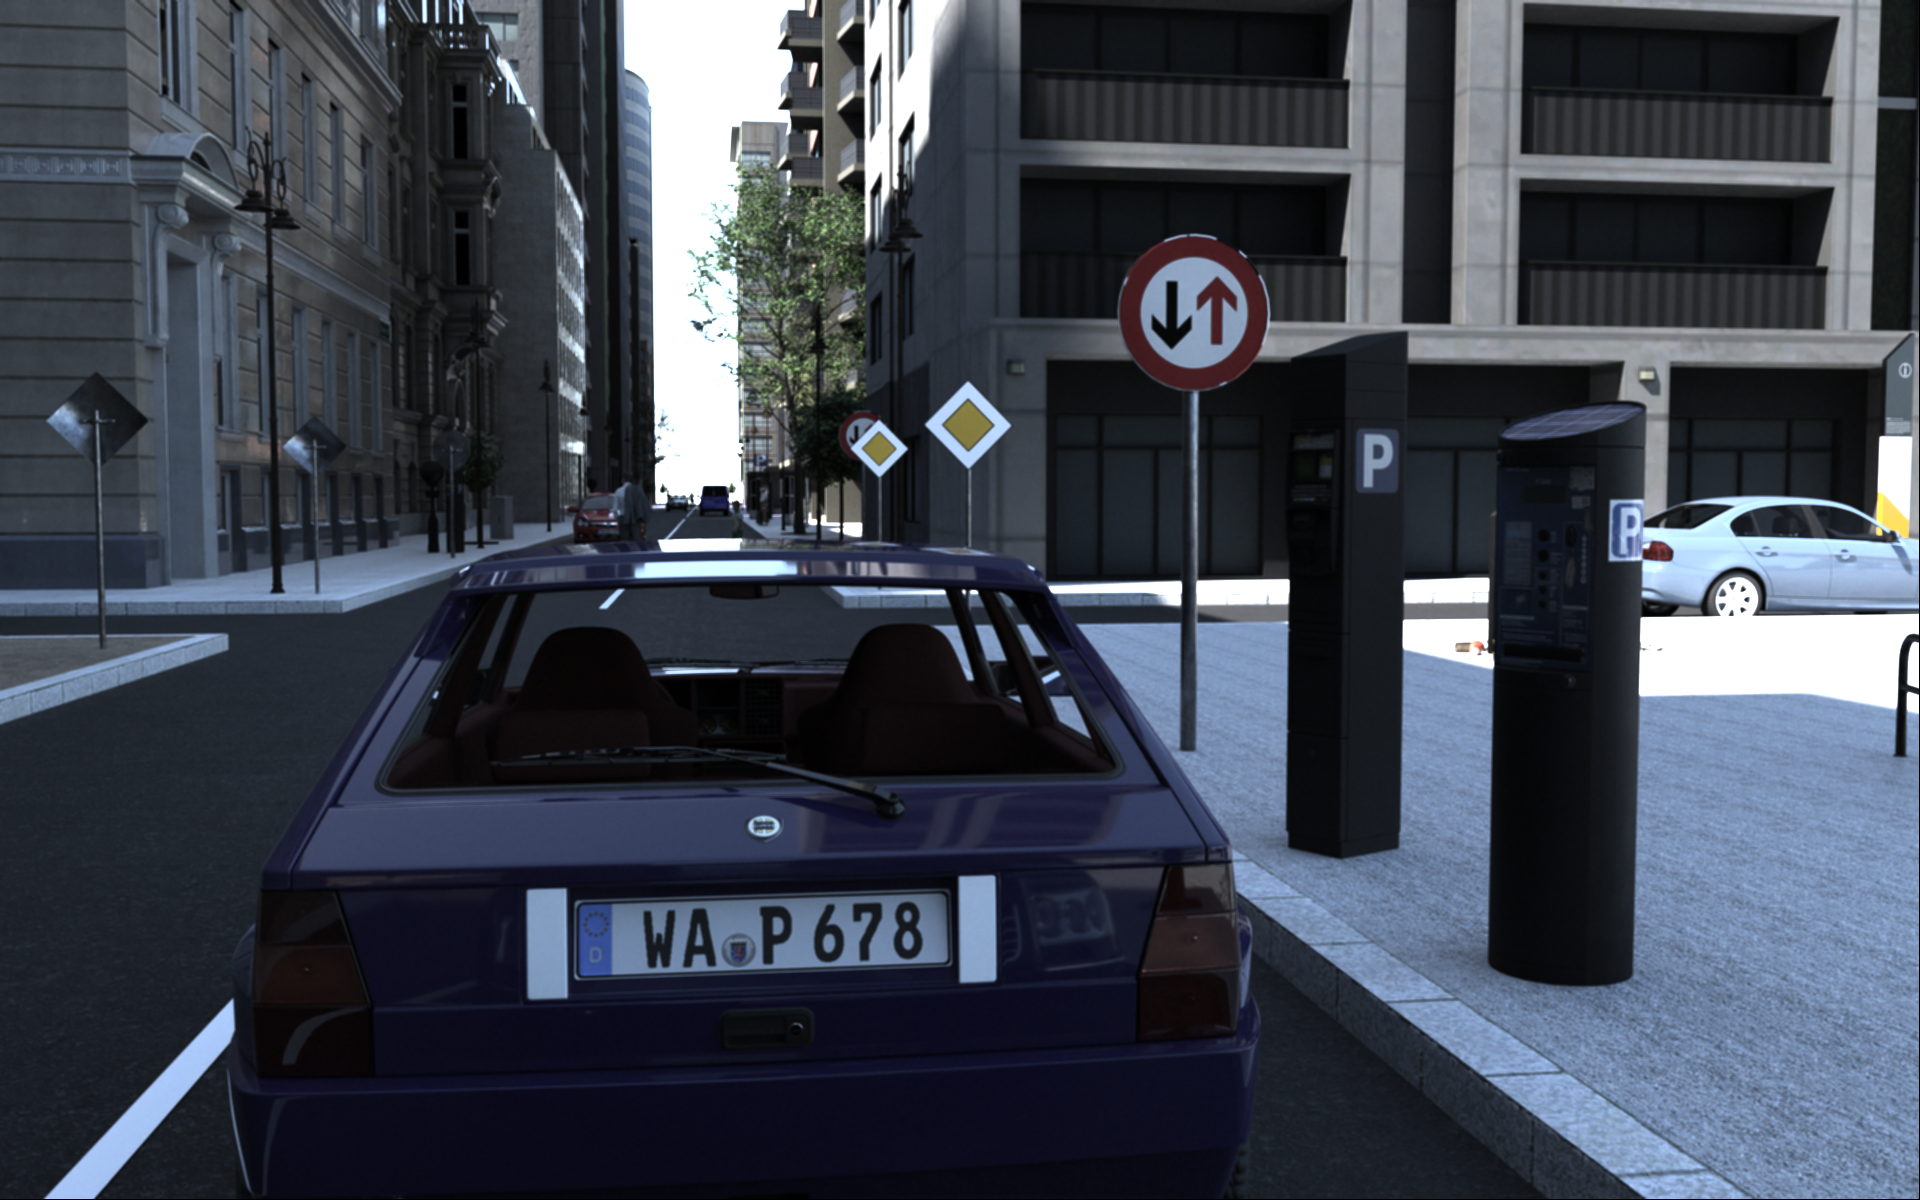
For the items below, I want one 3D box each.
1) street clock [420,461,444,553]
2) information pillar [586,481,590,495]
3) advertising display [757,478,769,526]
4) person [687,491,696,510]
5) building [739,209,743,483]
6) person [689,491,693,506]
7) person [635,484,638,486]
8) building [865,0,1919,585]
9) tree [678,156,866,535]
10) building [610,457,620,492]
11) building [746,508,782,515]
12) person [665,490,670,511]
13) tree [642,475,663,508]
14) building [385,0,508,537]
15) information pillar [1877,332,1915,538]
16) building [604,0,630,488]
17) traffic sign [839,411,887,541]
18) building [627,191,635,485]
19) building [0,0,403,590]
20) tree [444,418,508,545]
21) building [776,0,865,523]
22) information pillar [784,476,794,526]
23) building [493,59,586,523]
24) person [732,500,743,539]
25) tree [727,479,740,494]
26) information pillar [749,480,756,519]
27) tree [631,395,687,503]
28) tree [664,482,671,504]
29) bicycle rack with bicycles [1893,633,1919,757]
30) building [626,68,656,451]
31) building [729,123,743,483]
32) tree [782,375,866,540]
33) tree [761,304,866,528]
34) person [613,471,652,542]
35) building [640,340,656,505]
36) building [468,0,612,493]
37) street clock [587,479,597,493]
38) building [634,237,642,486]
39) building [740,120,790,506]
[{"bbox_3d":[-11.527,-2.036,37.867,0.471,2.002,0.358,0,4,3],"label":"street clock"},{"bbox_3d":[-20.508,-5.531,94.928,0.304,2.012,0.304,2,4,31],"label":"information pillar"},{"bbox_3d":[-8.050,-4.007,70.727,0.123,1.923,0.974,1,4,16],"label":"advertising display"},{"bbox_3d":[-23.453,-8.703,151.739,0.756,1.711,0.436,1,4,16],"label":"person"},{"bbox_3d":[-16.116,-34.285,215.177,22.147,44.769,28.867,-1,4,-8],"label":"building"},{"bbox_3d":[-33.222,-12.556,213.884,0.705,1.812,1.348,-3,5,-40],"label":"person"},{"bbox_3d":[-11.575,-3.230,61.666,0.721,1.781,0.623,-1,4,-20],"label":"person"},{"bbox_3d":[9.138,-36.409,33.543,20.611,71.187,20.563,-1,4,-8],"label":"building"},{"bbox_3d":[-5.242,-7.874,54.498,9.928,11.665,9.643,0,3,0],"label":"tree"},{"bbox_3d":[-34.181,-41.550,117.595,20.563,71.187,20.611,-1,4,-8],"label":"building"},{"bbox_3d":[-0.776,-27.267,137.697,32.217,40.220,23.993,-1,4,-8],"label":"building"},{"bbox_3d":[-24.531,-8.382,146.068,0.721,1.766,1.217,2,4,27],"label":"person"},{"bbox_3d":[-28.706,-10.034,158.651,1.663,3.219,1.824,0,3,0],"label":"tree"},{"bbox_3d":[-22.961,-14.635,58.364,14.460,24.649,34.723,-1,4,-8],"label":"building"},{"bbox_3d":[13.561,-2.063,25.091,0.504,3.616,0.183,-1,4,-14],"label":"information pillar"},{"bbox_3d":[-33.456,-29.721,136.046,14.600,45.320,14.200,-1,4,-8],"label":"building"},{"bbox_3d":[-1.467,-1.616,26.534,0.768,2.556,0.104,0,4,1],"label":"traffic sign"},{"bbox_3d":[-36.151,-23.187,150.801,14.160,30.474,14.107,-1,4,-8],"label":"building"},{"bbox_3d":[-18.540,-15.004,31.225,13.634,28.700,20.117,-1,4,-8],"label":"building"},{"bbox_3d":[-12.518,-3.045,44.386,1.663,3.219,1.824,0,3,0],"label":"tree"},{"bbox_3d":[2.470,-26.247,83.769,22.147,44.769,28.867,-1,4,-8],"label":"building"},{"bbox_3d":[-6.981,-4.049,70.692,0.304,2.012,0.304,2,4,25],"label":"information pillar"},{"bbox_3d":[-24.203,-14.042,84.331,10.420,20.320,16.860,-1,4,-8],"label":"building"},{"bbox_3d":[-4.809,-1.516,37.540,0.306,1.304,0.590,2,4,24],"label":"person"},{"bbox_3d":[-28.515,-13.546,216.078,1.663,3.219,1.824,0,3,0],"label":"tree"},{"bbox_3d":[-10.635,-5.165,88.941,0.304,2.012,0.304,-2,4,-24],"label":"information pillar"},{"bbox_3d":[-29.585,-14.018,163.600,8.767,10.594,7.601,0,4,5],"label":"tree"},{"bbox_3d":[-38.918,-14.204,226.834,1.663,3.219,1.824,0,3,0],"label":"tree"},{"bbox_3d":[5.474,0.356,7.562,2.852,0.926,2.925,1,4,11],"label":"bicycle rack with bicycles"},{"bbox_3d":[-52.567,-42.388,235.040,21.231,58.520,28.212,-1,4,-8],"label":"building"},{"bbox_3d":[-17.685,-40.013,243.451,28.713,52.752,27.495,-1,4,-8],"label":"building"},{"bbox_3d":[-3.356,-3.913,47.697,4.285,4.588,4.351,0,3,0],"label":"tree"},{"bbox_3d":[-5.569,-7.032,65.330,4.737,8.622,4.395,0,3,0],"label":"tree"},{"bbox_3d":[-5.776,-1.340,30.513,0.679,1.850,0.850,-1,4,-16],"label":"person"},{"bbox_3d":[-50.836,-22.136,206.962,27.650,21.520,28.899,-1,4,-8],"label":"building"},{"bbox_3d":[-28.281,-25.581,101.849,14.154,41.232,14.086,-1,4,-8],"label":"building"},{"bbox_3d":[-17.408,-4.730,81.904,0.471,2.002,0.358,3,4,37],"label":"street clock"},{"bbox_3d":[-41.749,-25.359,186.320,14.160,30.474,14.107,-1,4,-8],"label":"building"},{"bbox_3d":[-17.369,-31.183,193.441,14.154,41.232,14.086,-1,4,-8],"label":"building"}]
